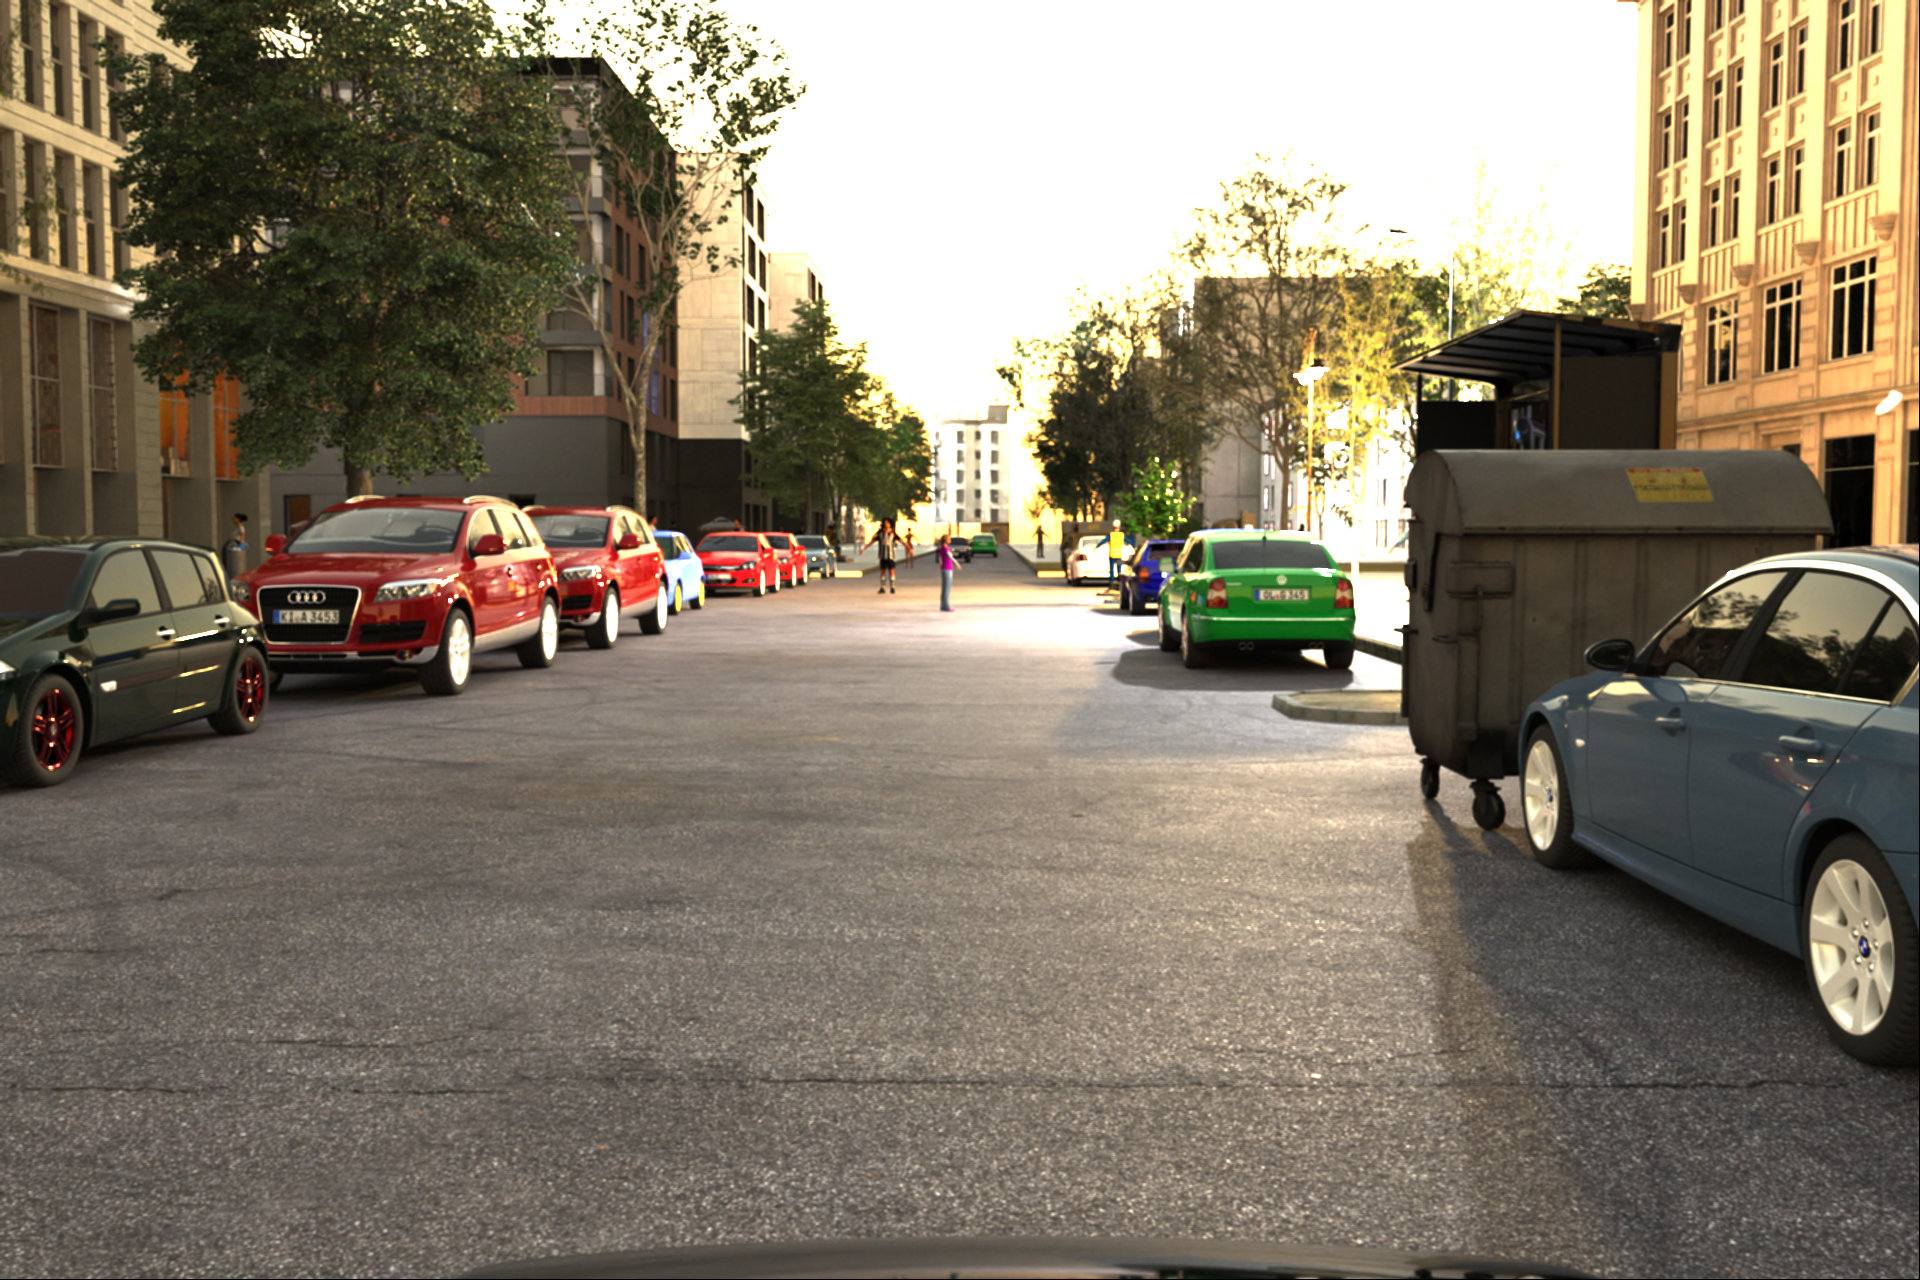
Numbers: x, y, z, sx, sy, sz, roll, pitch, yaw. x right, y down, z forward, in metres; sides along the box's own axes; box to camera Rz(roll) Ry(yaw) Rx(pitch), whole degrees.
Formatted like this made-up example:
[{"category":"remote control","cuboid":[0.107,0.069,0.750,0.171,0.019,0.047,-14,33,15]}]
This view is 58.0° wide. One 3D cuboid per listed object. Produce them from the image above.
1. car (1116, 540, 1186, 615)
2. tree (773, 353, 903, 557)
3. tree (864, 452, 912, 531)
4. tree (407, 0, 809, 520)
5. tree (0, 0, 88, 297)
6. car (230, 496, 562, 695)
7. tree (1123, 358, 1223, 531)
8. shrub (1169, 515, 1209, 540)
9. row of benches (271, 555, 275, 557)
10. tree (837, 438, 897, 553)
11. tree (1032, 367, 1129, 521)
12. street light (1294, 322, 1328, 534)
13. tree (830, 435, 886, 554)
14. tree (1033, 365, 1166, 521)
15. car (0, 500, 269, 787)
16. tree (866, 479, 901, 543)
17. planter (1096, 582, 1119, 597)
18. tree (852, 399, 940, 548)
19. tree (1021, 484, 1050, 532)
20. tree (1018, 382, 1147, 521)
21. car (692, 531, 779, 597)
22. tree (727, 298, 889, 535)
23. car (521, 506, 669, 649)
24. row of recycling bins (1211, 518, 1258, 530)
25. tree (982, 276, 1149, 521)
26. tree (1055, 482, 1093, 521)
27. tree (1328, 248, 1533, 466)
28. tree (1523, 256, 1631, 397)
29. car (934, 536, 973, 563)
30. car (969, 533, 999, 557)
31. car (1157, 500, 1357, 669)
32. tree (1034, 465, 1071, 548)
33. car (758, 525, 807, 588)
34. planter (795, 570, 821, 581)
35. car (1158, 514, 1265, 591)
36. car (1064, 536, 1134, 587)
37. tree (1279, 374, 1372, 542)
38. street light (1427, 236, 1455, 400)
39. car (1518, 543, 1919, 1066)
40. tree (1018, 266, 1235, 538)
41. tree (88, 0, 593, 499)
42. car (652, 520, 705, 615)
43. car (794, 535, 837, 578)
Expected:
[{"category":"car","cuboid":[3.883,-1.179,31.849,1.945,1.354,3.894,0,4,1]},{"category":"tree","cuboid":[-6.996,-10.543,98.138,9.928,11.665,9.643,0,3,0]},{"category":"tree","cuboid":[-6.311,-12.046,147.311,4.737,8.622,4.395,0,3,0]},{"category":"tree","cuboid":[-11.785,-12.367,58.097,12.611,20.169,13.585,0,3,0]},{"category":"tree","cuboid":[-11.622,-4.076,17.009,4.360,8.622,3.978,0,3,0]},{"category":"car","cuboid":[-5.423,-0.514,17.083,2.281,1.827,5.304,0,4,1]},{"category":"tree","cuboid":[9.275,-7.434,71.907,4.360,8.622,3.978,0,3,0]},{"category":"shrub","cuboid":[8.915,-3.873,67.368,1.661,2.075,1.752,0,3,0]},{"category":"row of benches","cuboid":[-27.216,-3.008,64.650,4.104,0.672,1.422,0,4,-8]},{"category":"tree","cuboid":[-6.724,-10.314,119.002,4.737,8.622,4.395,0,3,0]},{"category":"tree","cuboid":[8.496,-12.162,116.976,7.486,12.596,7.792,0,3,0]},{"category":"street light","cuboid":[7.669,-3.986,37.963,0.468,5.910,1.993,0,4,1]},{"category":"tree","cuboid":[-6.772,-9.850,111.406,4.360,8.622,3.978,0,3,0]},{"category":"tree","cuboid":[7.602,-9.641,92.043,8.767,10.594,7.601,1,4,21]},{"category":"car","cuboid":[-5.951,-0.077,11.044,2.009,1.686,4.222,0,4,1]},{"category":"tree","cuboid":[-11.549,-20.594,254.836,7.486,12.596,7.792,0,3,0]},{"category":"planter","cuboid":[4.191,-1.172,40.303,1.991,0.319,1.994,0,4,0]},{"category":"tree","cuboid":[-6.330,-15.771,164.509,9.857,13.997,8.962,0,3,0]},{"category":"tree","cuboid":[11.189,-18.538,253.459,4.737,8.622,4.395,0,3,0]},{"category":"tree","cuboid":[7.950,-10.303,102.862,8.767,10.594,7.601,-1,4,-21]},{"category":"car","cuboid":[-5.348,-1.942,40.791,2.155,1.783,4.494,0,4,1]},{"category":"tree","cuboid":[-7.264,-10.093,83.151,7.486,12.596,7.792,0,3,0]},{"category":"car","cuboid":[-5.293,-0.894,23.297,2.281,1.827,5.304,0,4,2]},{"category":"row of recycling bins","cuboid":[7.229,-2.380,46.032,1.069,1.692,3.534,0,4,1]},{"category":"tree","cuboid":[7.990,-16.758,129.878,12.611,20.169,13.585,0,3,0]},{"category":"tree","cuboid":[9.412,-12.173,149.386,4.737,8.622,4.395,0,3,0]},{"category":"tree","cuboid":[17.276,-8.426,63.519,9.928,11.665,9.643,0,3,0]},{"category":"tree","cuboid":[29.223,-10.417,76.981,9.857,13.997,8.962,0,3,0]},{"category":"car","cuboid":[-0.322,-4.592,87.663,1.945,1.354,3.894,0,4,1]},{"category":"car","cuboid":[1.453,-6.076,108.139,1.959,1.807,4.718,0,4,1]},{"category":"car","cuboid":[3.299,-0.673,19.794,1.959,1.807,4.718,0,4,1]},{"category":"tree","cuboid":[8.961,-12.855,160.547,4.737,8.622,4.395,0,3,0]},{"category":"car","cuboid":[-5.253,-2.339,47.282,2.155,1.783,4.494,0,4,1]},{"category":"planter","cuboid":[-5.340,-1.993,53.719,1.991,0.319,1.994,0,4,1]},{"category":"car","cuboid":[3.824,-0.916,24.566,1.945,1.707,3.694,0,4,0]},{"category":"car","cuboid":[3.966,-2.196,48.261,2.083,1.381,4.827,0,4,1]},{"category":"tree","cuboid":[15.045,-7.434,71.916,4.737,8.622,4.395,0,3,0]},{"category":"street light","cuboid":[8.017,-3.295,26.418,1.470,5.913,1.316,0,4,1]},{"category":"car","cuboid":[3.318,0.371,5.933,2.014,1.417,4.499,0,4,2]},{"category":"tree","cuboid":[7.717,-10.368,79.879,12.009,13.543,11.850,0,3,0]},{"category":"tree","cuboid":[-11.456,-7.725,32.960,9.857,13.997,8.962,0,3,0]},{"category":"car","cuboid":[-5.781,-1.356,31.769,1.945,1.707,3.694,0,4,1]},{"category":"car","cuboid":[-5.097,-2.778,57.427,2.014,1.417,4.499,0,4,1]}]
